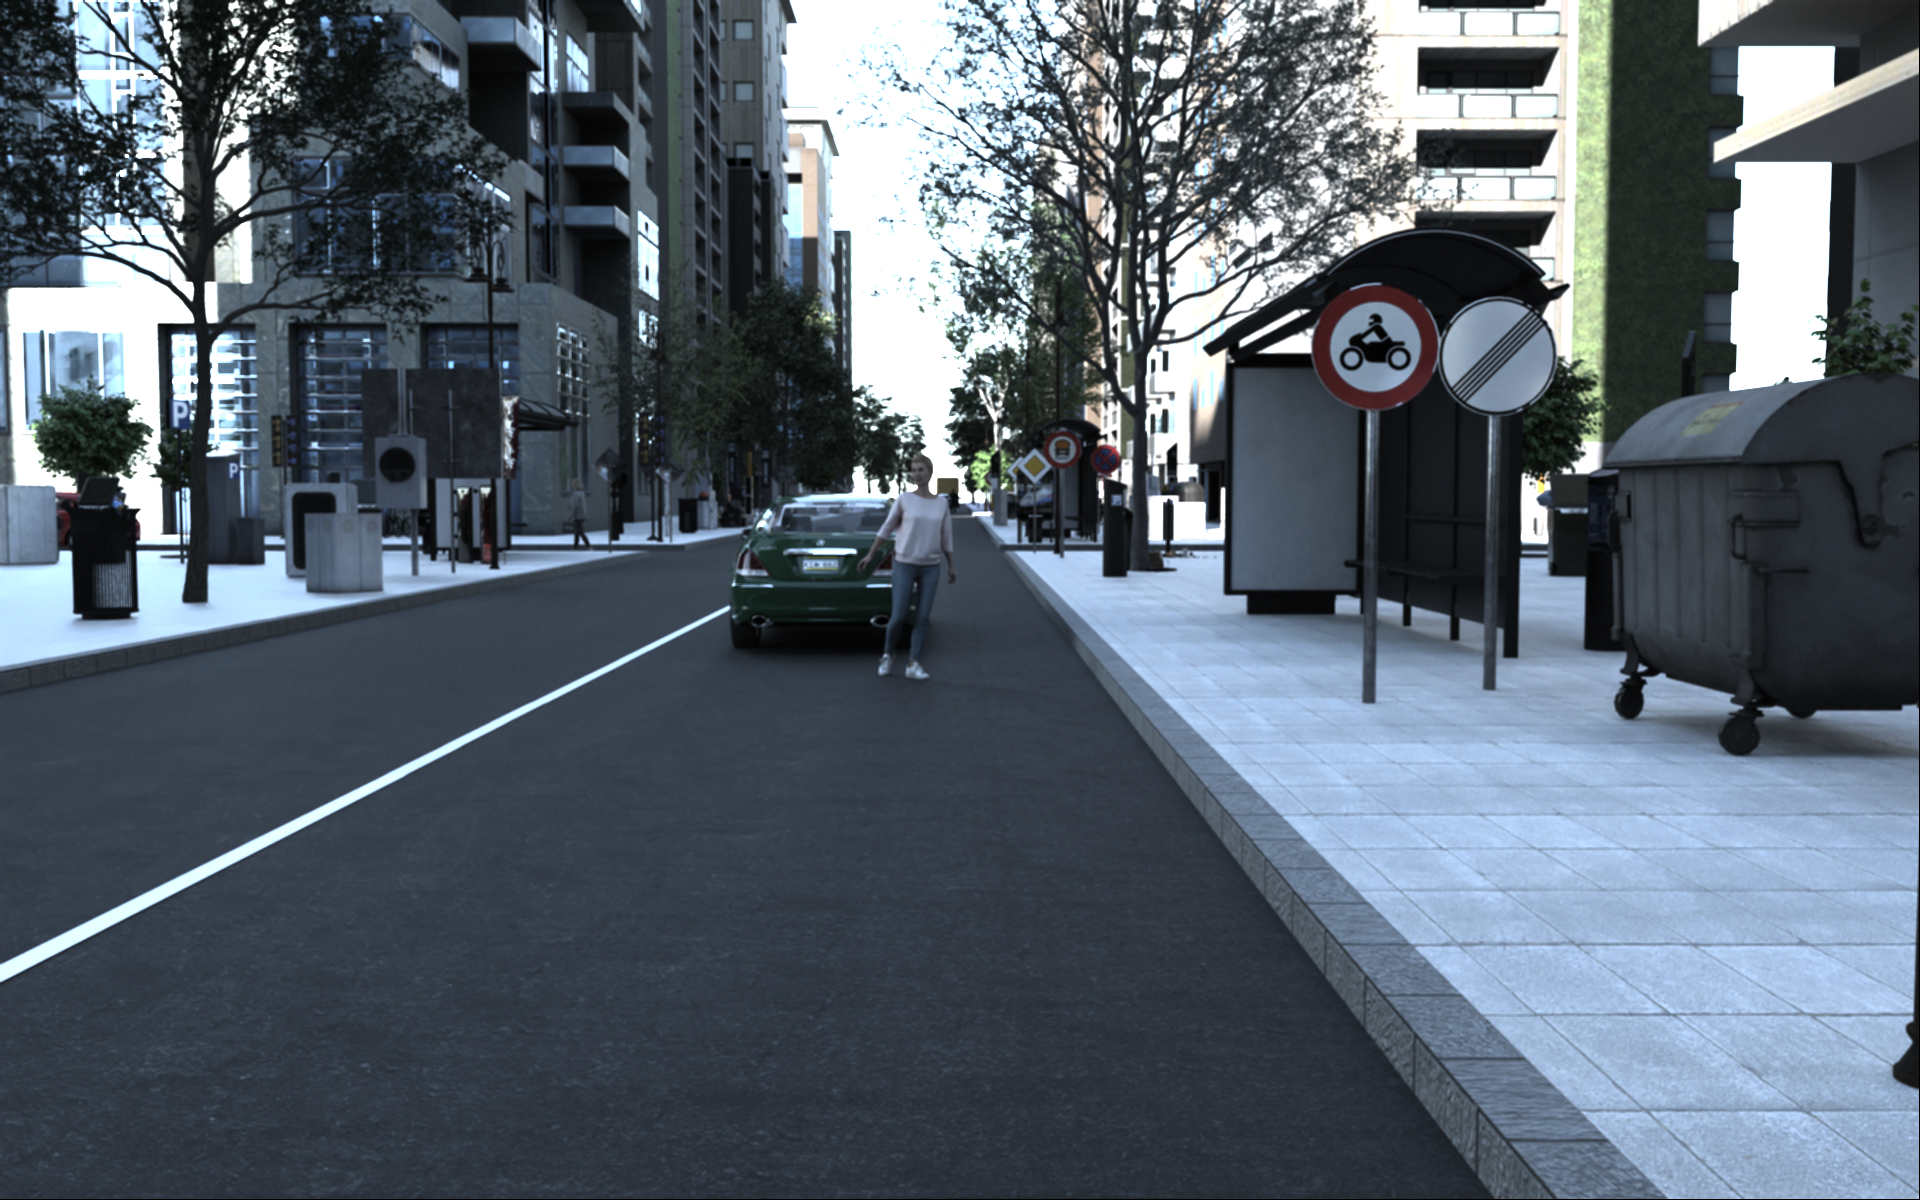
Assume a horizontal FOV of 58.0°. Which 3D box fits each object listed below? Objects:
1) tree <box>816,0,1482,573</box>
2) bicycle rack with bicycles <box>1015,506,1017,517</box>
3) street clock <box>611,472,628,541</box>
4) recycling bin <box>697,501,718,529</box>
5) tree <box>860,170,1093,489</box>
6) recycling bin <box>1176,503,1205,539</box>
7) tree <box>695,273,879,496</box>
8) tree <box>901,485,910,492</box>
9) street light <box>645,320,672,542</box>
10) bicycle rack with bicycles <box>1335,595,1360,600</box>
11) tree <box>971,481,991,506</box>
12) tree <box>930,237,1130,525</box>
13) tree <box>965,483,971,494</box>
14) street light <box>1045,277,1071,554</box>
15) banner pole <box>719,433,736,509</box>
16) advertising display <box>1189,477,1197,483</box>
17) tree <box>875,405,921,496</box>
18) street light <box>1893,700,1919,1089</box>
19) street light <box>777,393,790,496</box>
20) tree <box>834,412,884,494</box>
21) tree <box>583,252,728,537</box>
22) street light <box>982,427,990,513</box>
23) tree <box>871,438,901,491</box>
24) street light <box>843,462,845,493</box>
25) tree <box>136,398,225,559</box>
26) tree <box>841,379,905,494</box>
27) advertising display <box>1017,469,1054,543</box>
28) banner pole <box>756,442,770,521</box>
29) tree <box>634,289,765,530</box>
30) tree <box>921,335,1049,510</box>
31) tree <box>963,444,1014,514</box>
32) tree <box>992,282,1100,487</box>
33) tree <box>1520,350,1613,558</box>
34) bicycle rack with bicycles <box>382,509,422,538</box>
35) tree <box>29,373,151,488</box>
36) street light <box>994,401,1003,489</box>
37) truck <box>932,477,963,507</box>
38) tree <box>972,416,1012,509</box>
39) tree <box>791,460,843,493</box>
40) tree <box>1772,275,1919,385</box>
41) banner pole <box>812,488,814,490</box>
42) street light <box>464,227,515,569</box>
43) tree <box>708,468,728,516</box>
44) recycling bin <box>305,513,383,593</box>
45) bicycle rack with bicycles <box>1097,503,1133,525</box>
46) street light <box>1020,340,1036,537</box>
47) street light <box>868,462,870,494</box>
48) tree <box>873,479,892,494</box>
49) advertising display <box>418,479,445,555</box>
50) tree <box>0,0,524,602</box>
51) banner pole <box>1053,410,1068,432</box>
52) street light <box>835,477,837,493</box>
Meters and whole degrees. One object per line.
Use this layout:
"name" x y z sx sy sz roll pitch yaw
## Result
"tree" 2.887 -7.221 28.427 12.009 13.543 11.850 0 3 0
"bicycle rack with bicycles" 3.409 -5.138 97.393 2.925 0.926 2.852 -1 4 -10
"street clock" -9.533 -2.641 47.753 0.471 2.002 0.358 3 5 44
"recycling bin" -9.330 -3.095 63.160 0.722 1.027 0.722 3 4 37
"tree" 0.958 -15.031 101.650 12.611 20.169 13.585 0 3 0
"recycling bin" 6.567 -2.250 49.347 0.722 1.027 0.722 0 4 -2
"tree" -8.992 -10.570 89.825 9.611 12.733 9.660 0 3 0
"tree" -8.753 -17.339 278.094 1.663 3.219 1.824 0 3 0
"street light" -8.032 -4.492 46.234 0.468 5.910 1.993 0 3 0
"bicycle rack with bicycles" 5.462 -0.516 21.816 2.925 0.926 2.852 1 4 14
"tree" 2.668 -12.138 193.054 1.663 3.219 1.824 0 3 0
"tree" 2.940 -8.904 71.338 9.928 11.665 9.643 0 3 0
"tree" 1.522 -15.554 248.901 1.663 3.219 1.824 0 3 0
"street light" 2.089 -3.928 37.017 0.468 5.910 1.993 0 3 0
"banner pole" -9.392 -4.926 70.565 0.863 3.779 0.401 3 5 42
"advertising display" 8.623 -3.608 64.204 0.123 1.923 0.974 0 4 -2
"tree" -8.548 -20.760 246.084 9.857 13.997 8.962 0 3 0
"street light" 2.139 -1.885 3.604 0.468 5.910 1.993 0 3 0
"street light" -8.111 -6.536 79.647 0.468 5.910 1.993 0 3 0
"tree" -9.341 -11.812 143.485 4.737 8.622 4.395 0 3 0
"tree" -9.061 -6.214 51.968 4.360 8.622 3.978 0 3 0
"street light" 1.835 -9.018 120.232 0.468 5.910 1.993 0 3 0
"tree" -9.152 -15.874 209.895 4.360 8.622 3.978 0 3 0
"street light" -8.185 -9.138 122.201 0.468 5.910 1.993 0 3 0
"tree" -15.678 -2.456 34.752 1.663 3.219 1.824 0 3 0
"tree" -9.174 -15.460 170.896 7.486 12.596 7.792 0 3 0
"advertising display" 1.967 -2.450 45.269 0.974 1.923 0.123 0 4 0
"banner pole" -9.406 -5.676 82.815 0.863 3.779 0.401 2 4 33
"tree" -9.134 -6.803 61.587 4.737 8.622 4.395 0 3 0
"tree" 2.669 -14.145 137.921 9.857 13.997 8.962 0 3 0
"tree" 2.221 -7.856 112.165 4.285 4.588 4.351 0 3 0
"tree" 2.878 -6.764 60.960 4.737 8.622 4.395 0 3 0
"tree" 11.585 -3.168 35.514 4.285 4.588 4.351 0 3 0
"bicycle rack with bicycles" -16.613 -2.329 51.461 2.852 0.926 2.925 -3 4 -37
"tree" -23.605 -3.877 47.097 4.285 4.588 4.351 0 3 0
"street light" 1.928 -6.932 86.133 0.468 5.910 1.993 0 3 0
"truck" -1.352 -11.942 191.181 3.469 3.379 9.791 0 4 -1
"tree" 2.935 -13.609 172.864 4.360 8.622 3.978 0 3 0
"tree" -8.467 -7.237 102.045 4.285 4.588 4.351 0 3 0
"tree" 8.092 -1.271 15.379 1.663 3.219 1.824 0 3 0
"banner pole" -10.510 -7.978 120.453 0.863 3.779 0.401 -1 4 -12
"street light" -7.979 -3.470 29.515 0.468 5.910 1.993 0 3 0
"tree" -14.021 -6.414 99.475 1.663 3.219 1.824 0 3 0
"recycling bin" -8.111 -0.627 22.803 0.722 1.027 0.722 3 4 37
"bicycle rack with bicycles" 6.172 -3.656 73.154 2.852 0.926 2.925 -3 4 -38
"street light" 2.033 -4.853 52.142 0.468 5.910 1.993 0 3 0
"street light" -8.217 -11.213 156.119 0.468 5.910 1.993 0 3 0
"tree" -8.516 -11.677 185.527 1.663 3.219 1.824 0 3 0
"advertising display" -11.328 -1.943 36.989 0.123 1.923 0.974 2 4 24
"tree" -8.773 -5.259 20.396 7.601 10.594 8.767 -2 4 -27
"banner pole" 2.965 -3.770 51.659 0.401 3.779 0.863 -2 4 -35
"street light" -8.167 -8.631 113.906 0.468 5.910 1.993 0 3 0
